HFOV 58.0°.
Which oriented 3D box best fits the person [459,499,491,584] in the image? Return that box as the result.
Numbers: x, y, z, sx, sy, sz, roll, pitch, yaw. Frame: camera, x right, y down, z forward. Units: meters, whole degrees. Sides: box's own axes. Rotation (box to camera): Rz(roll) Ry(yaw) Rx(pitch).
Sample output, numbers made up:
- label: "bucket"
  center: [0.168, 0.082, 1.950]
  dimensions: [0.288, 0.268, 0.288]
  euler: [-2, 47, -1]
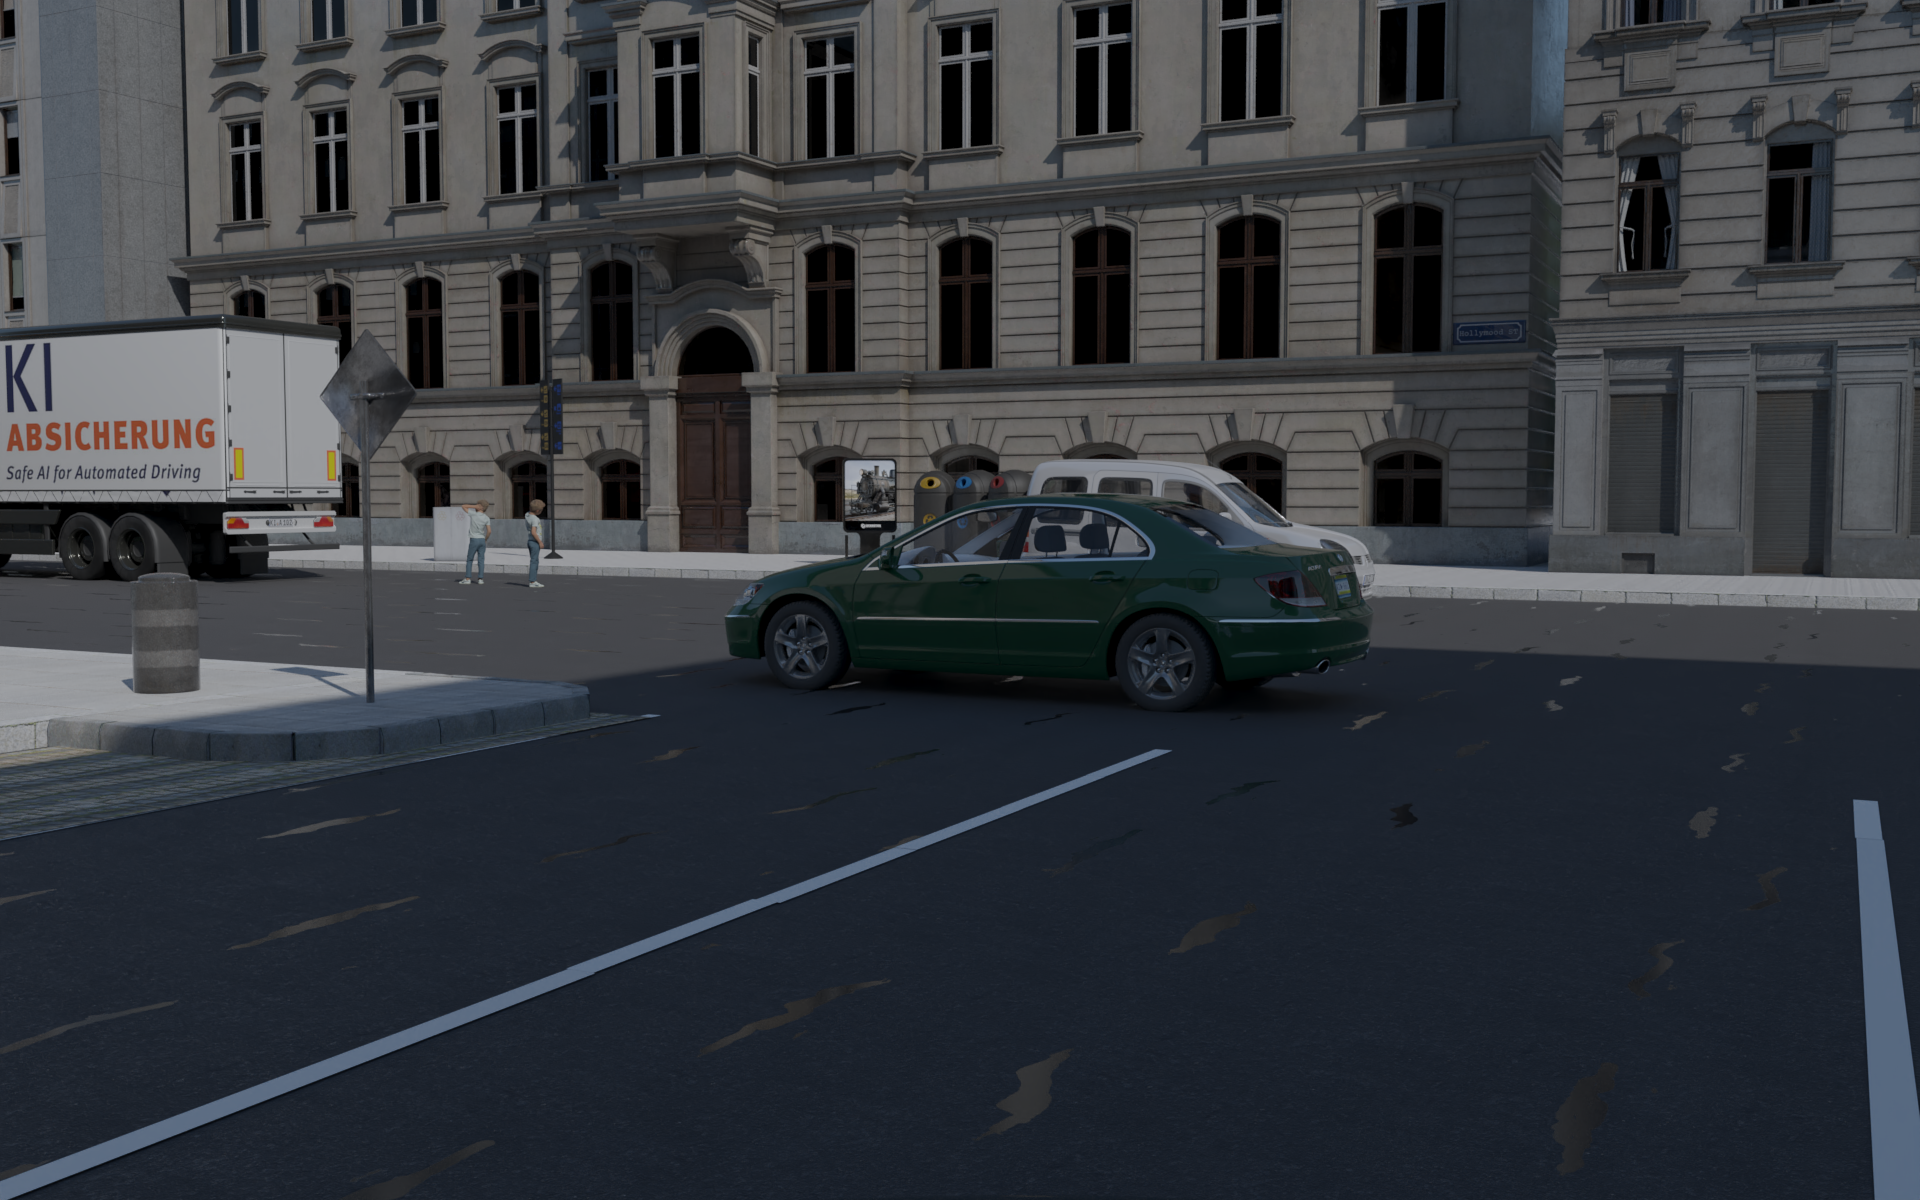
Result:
- label: "person"
  center: [-7.739, -0.931, 27.627]
  dimensions: [0.435, 1.345, 0.340]
  euler: [-3, 5, -41]

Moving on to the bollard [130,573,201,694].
- label: "bollard"
  center: [-5.171, 0.211, 11.274]
  dimensions: [0.404, 0.777, 0.398]
  euler: [0, 3, 0]

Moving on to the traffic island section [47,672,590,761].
- label: "traffic island section"
  center: [-3.651, 0.710, 10.671]
  dimensions: [2.009, 0.180, 2.903]
  euler: [2, 4, 27]

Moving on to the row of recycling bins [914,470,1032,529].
- label: "row of recycling bins"
  center: [0.566, -1.375, 29.599]
  dimensions: [3.534, 1.692, 1.069]
  euler: [3, 5, 44]

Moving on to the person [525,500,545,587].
- label: "person"
  center: [-6.532, -0.873, 26.682]
  dimensions: [0.340, 1.345, 0.435]
  euler: [-3, 5, -42]

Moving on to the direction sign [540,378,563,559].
- label: "direction sign"
  center: [-8.072, -2.586, 34.279]
  dimensions: [0.379, 3.537, 0.876]
  euler: [-3, 5, -41]

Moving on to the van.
- label: "van"
  center: [2.787, -0.819, 20.408]
  dimensions: [4.112, 2.044, 2.013]
  euler: [2, 4, 25]

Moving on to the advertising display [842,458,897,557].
- label: "advertising display"
  center: [-1.622, -1.587, 31.159]
  dimensions: [0.974, 1.923, 0.123]
  euler: [-1, 4, -8]

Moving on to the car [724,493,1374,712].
- label: "car"
  center: [0.526, -0.060, 12.773]
  dimensions: [4.920, 1.459, 2.131]
  euler: [2, 4, 27]

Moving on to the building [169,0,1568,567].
- label: "building"
  center: [-2.812, -13.628, 41.902]
  dimensions: [34.723, 24.649, 14.460]
  euler: [2, 4, 27]

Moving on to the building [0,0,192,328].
- label: "building"
  center: [-27.832, -14.395, 53.380]
  dimensions: [19.932, 24.808, 12.078]
  euler: [2, 4, 27]

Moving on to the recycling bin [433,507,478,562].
- label: "recycling bin"
  center: [-9.649, -1.267, 33.278]
  dimensions: [0.722, 1.027, 0.722]
  euler: [0, 4, 4]

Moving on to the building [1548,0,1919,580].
- label: "building"
  center: [19.706, -10.930, 27.862]
  dimensions: [18.267, 20.994, 9.793]
  euler: [2, 4, 27]

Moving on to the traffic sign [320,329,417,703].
- label: "traffic sign"
  center: [-3.626, -0.425, 10.597]
  dimensions: [0.795, 2.450, 0.064]
  euler: [2, 4, 27]

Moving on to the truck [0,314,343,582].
- label: "truck"
  center: [-15.905, -2.544, 30.514]
  dimensions: [11.283, 4.237, 2.839]
  euler: [2, 4, 26]
